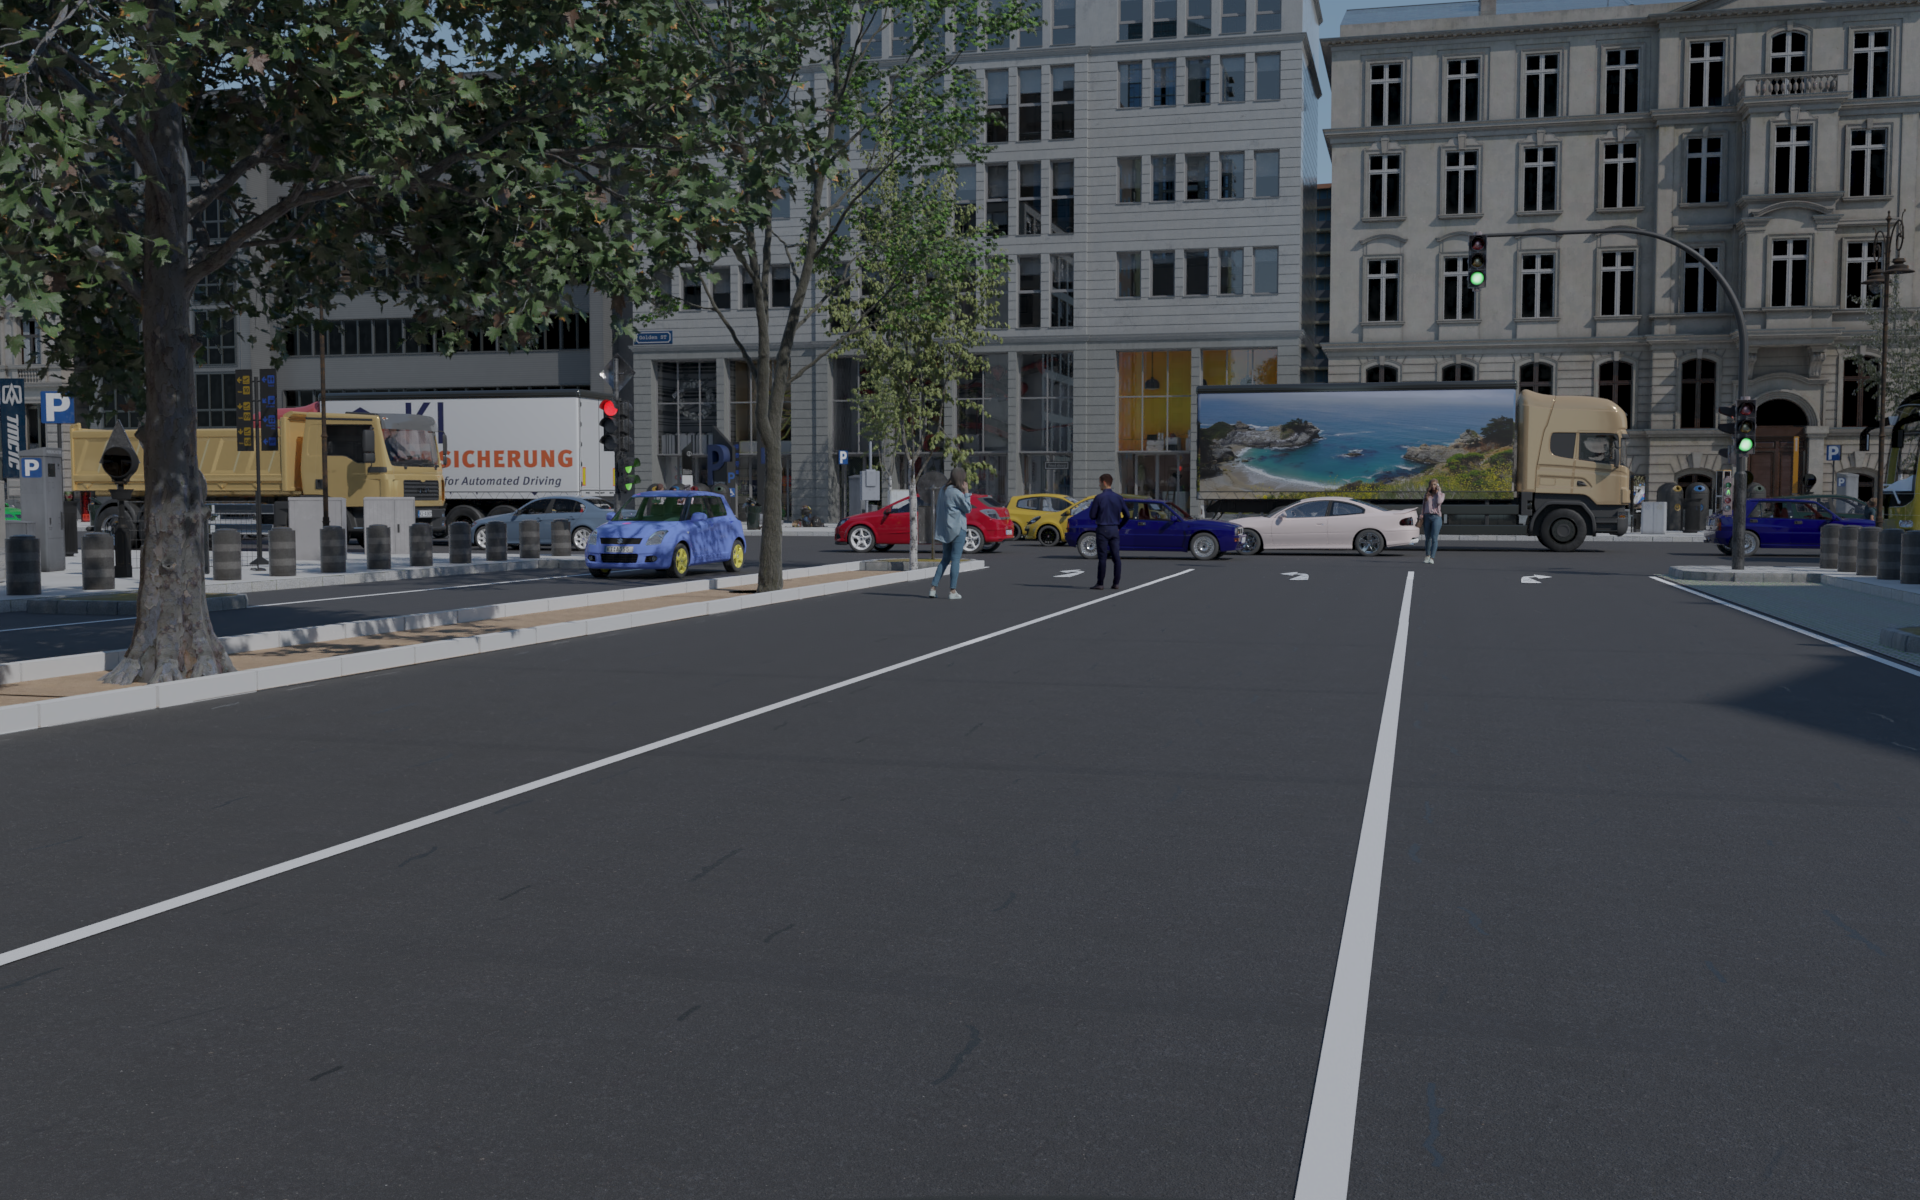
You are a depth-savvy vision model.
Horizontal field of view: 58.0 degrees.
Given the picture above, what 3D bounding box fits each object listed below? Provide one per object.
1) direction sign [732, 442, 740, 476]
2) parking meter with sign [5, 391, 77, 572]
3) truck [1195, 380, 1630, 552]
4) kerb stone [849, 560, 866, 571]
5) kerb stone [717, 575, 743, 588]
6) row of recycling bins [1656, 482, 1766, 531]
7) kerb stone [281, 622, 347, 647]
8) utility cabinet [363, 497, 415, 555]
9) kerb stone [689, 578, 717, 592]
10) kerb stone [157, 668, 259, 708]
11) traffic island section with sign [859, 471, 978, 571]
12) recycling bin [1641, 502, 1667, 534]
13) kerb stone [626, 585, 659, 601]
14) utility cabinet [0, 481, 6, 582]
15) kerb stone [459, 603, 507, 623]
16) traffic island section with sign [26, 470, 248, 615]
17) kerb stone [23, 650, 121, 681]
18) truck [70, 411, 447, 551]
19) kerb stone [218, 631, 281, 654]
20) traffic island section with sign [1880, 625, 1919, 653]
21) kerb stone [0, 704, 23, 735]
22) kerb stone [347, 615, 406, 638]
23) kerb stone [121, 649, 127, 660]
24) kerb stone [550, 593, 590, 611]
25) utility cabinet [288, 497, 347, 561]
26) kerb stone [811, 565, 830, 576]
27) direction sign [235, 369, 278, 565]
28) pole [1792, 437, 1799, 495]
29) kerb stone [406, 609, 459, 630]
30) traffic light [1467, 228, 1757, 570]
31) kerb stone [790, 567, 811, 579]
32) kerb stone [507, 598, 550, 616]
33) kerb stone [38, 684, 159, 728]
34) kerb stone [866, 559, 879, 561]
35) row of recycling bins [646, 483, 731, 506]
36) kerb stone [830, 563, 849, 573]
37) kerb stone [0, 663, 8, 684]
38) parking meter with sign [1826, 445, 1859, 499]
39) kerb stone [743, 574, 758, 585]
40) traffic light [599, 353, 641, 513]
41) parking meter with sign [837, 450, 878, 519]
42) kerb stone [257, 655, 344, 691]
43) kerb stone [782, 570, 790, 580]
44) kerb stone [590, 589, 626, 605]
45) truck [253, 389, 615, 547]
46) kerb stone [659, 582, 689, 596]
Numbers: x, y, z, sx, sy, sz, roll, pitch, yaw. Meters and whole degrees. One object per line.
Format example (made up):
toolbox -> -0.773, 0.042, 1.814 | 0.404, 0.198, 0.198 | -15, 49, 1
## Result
direction sign -> -9.942, -5.092, 75.257 | 0.876, 3.537, 0.379 | 2, 4, 28
parking meter with sign -> -15.197, -1.977, 28.585 | 0.543, 3.016, 1.738 | 0, 4, -5
truck -> 11.814, -3.393, 44.386 | 11.283, 4.237, 2.839 | 1, 4, 16
kerb stone -> -2.021, -0.629, 32.485 | 0.120, 0.150, 1.000 | 1, 4, 15
kerb stone -> -3.604, -0.263, 26.535 | 0.120, 0.150, 1.000 | 1, 4, 15
row of recycling bins -> 26.248, -3.272, 60.605 | 3.534, 1.692, 1.069 | 1, 4, 13
kerb stone -> -6.256, 0.345, 16.615 | 0.120, 0.150, 1.000 | 1, 4, 15
utility cabinet -> -12.149, -1.574, 36.896 | 1.020, 1.237, 0.306 | -1, 4, -12
kerb stone -> -3.875, -0.205, 25.543 | 0.120, 0.150, 1.000 | 1, 4, 15
kerb stone -> -5.287, 0.619, 12.089 | 0.120, 0.150, 1.000 | 1, 4, 15
traffic island section with sign -> -0.684, -1.542, 33.347 | 2.006, 1.907, 1.989 | 1, 4, 15
recycling bin -> 22.278, -2.633, 55.596 | 0.722, 1.027, 0.722 | 2, 4, 25
kerb stone -> -4.399, -0.083, 23.558 | 0.120, 0.150, 1.000 | 1, 4, 15
utility cabinet -> -13.900, -0.983, 24.749 | 0.318, 1.500, 1.173 | -1, 4, -19
kerb stone -> -5.461, 0.159, 19.594 | 0.120, 0.150, 1.000 | 1, 4, 15
traffic island section with sign -> -10.052, -0.790, 21.540 | 1.989, 1.847, 2.006 | 1, 4, 15
kerb stone -> -7.046, 0.523, 13.642 | 0.120, 0.150, 1.000 | 1, 4, 15
truck -> -16.629, -2.821, 42.050 | 9.791, 3.379, 3.469 | 1, 4, 14
kerb stone -> -6.522, 0.402, 15.624 | 0.120, 0.150, 1.000 | 1, 4, 15
traffic island section with sign -> 9.593, -0.435, 15.741 | 1.989, 1.847, 2.006 | 1, 4, 15
kerb stone -> -5.818, 0.740, 10.107 | 0.120, 0.150, 1.000 | 1, 4, 15
kerb stone -> -5.993, 0.281, 17.608 | 0.120, 0.150, 1.000 | 1, 4, 15
kerb stone -> -6.795, 0.465, 14.636 | 0.120, 0.150, 1.000 | 1, 4, 15
kerb stone -> -4.931, 0.038, 21.578 | 0.120, 0.150, 1.000 | 1, 4, 15
utility cabinet -> -12.440, -1.370, 33.559 | 1.020, 1.237, 0.306 | 0, 4, -2
kerb stone -> -2.548, -0.503, 30.500 | 0.120, 0.150, 1.000 | 1, 4, 15
direction sign -> -12.743, -2.413, 31.446 | 0.876, 3.537, 0.379 | 1, 4, 18
pole -> 29.613, -4.133, 61.420 | 0.158, 3.312, 0.155 | 0, 3, 0
kerb stone -> -5.726, 0.220, 18.600 | 0.120, 0.150, 1.000 | 1, 4, 15
traffic light -> 11.135, -3.366, 29.695 | 4.771, 5.953, 1.251 | 1, 4, 15
kerb stone -> -2.813, -0.447, 29.510 | 0.120, 0.150, 1.000 | 1, 4, 15
kerb stone -> -5.200, 0.098, 20.588 | 0.120, 0.150, 1.000 | 1, 4, 15
kerb stone -> -5.556, 0.680, 11.099 | 0.120, 0.150, 1.000 | 1, 4, 15
kerb stone -> -1.754, -0.690, 33.476 | 0.120, 0.150, 1.000 | 1, 4, 15
row of recycling bins -> -10.423, -3.630, 66.464 | 3.534, 1.692, 1.069 | 1, 4, 18
kerb stone -> -2.286, -0.569, 31.493 | 0.120, 0.150, 1.000 | 1, 4, 15
kerb stone -> -7.307, 0.584, 12.650 | 0.120, 0.150, 1.000 | 1, 4, 15
parking meter with sign -> 31.896, -4.033, 62.196 | 1.738, 3.016, 0.543 | -2, 4, -27
kerb stone -> -3.337, -0.322, 27.525 | 0.120, 0.150, 1.000 | 1, 4, 15
traffic light -> -6.837, -2.794, 34.605 | 0.839, 4.253, 0.868 | 1, 4, 15
parking meter with sign -> -4.039, -4.439, 68.832 | 1.738, 3.016, 0.543 | 3, 4, 37
kerb stone -> -5.029, 0.557, 13.081 | 0.120, 0.150, 1.000 | 1, 4, 15
kerb stone -> -3.079, -0.384, 28.519 | 0.120, 0.150, 1.000 | 1, 4, 15
kerb stone -> -4.667, -0.023, 22.568 | 0.120, 0.150, 1.000 | 1, 4, 15
truck -> -15.308, -3.661, 48.768 | 11.283, 4.237, 2.839 | 1, 4, 14
kerb stone -> -4.144, -0.142, 24.551 | 0.120, 0.150, 1.000 | 1, 4, 15
